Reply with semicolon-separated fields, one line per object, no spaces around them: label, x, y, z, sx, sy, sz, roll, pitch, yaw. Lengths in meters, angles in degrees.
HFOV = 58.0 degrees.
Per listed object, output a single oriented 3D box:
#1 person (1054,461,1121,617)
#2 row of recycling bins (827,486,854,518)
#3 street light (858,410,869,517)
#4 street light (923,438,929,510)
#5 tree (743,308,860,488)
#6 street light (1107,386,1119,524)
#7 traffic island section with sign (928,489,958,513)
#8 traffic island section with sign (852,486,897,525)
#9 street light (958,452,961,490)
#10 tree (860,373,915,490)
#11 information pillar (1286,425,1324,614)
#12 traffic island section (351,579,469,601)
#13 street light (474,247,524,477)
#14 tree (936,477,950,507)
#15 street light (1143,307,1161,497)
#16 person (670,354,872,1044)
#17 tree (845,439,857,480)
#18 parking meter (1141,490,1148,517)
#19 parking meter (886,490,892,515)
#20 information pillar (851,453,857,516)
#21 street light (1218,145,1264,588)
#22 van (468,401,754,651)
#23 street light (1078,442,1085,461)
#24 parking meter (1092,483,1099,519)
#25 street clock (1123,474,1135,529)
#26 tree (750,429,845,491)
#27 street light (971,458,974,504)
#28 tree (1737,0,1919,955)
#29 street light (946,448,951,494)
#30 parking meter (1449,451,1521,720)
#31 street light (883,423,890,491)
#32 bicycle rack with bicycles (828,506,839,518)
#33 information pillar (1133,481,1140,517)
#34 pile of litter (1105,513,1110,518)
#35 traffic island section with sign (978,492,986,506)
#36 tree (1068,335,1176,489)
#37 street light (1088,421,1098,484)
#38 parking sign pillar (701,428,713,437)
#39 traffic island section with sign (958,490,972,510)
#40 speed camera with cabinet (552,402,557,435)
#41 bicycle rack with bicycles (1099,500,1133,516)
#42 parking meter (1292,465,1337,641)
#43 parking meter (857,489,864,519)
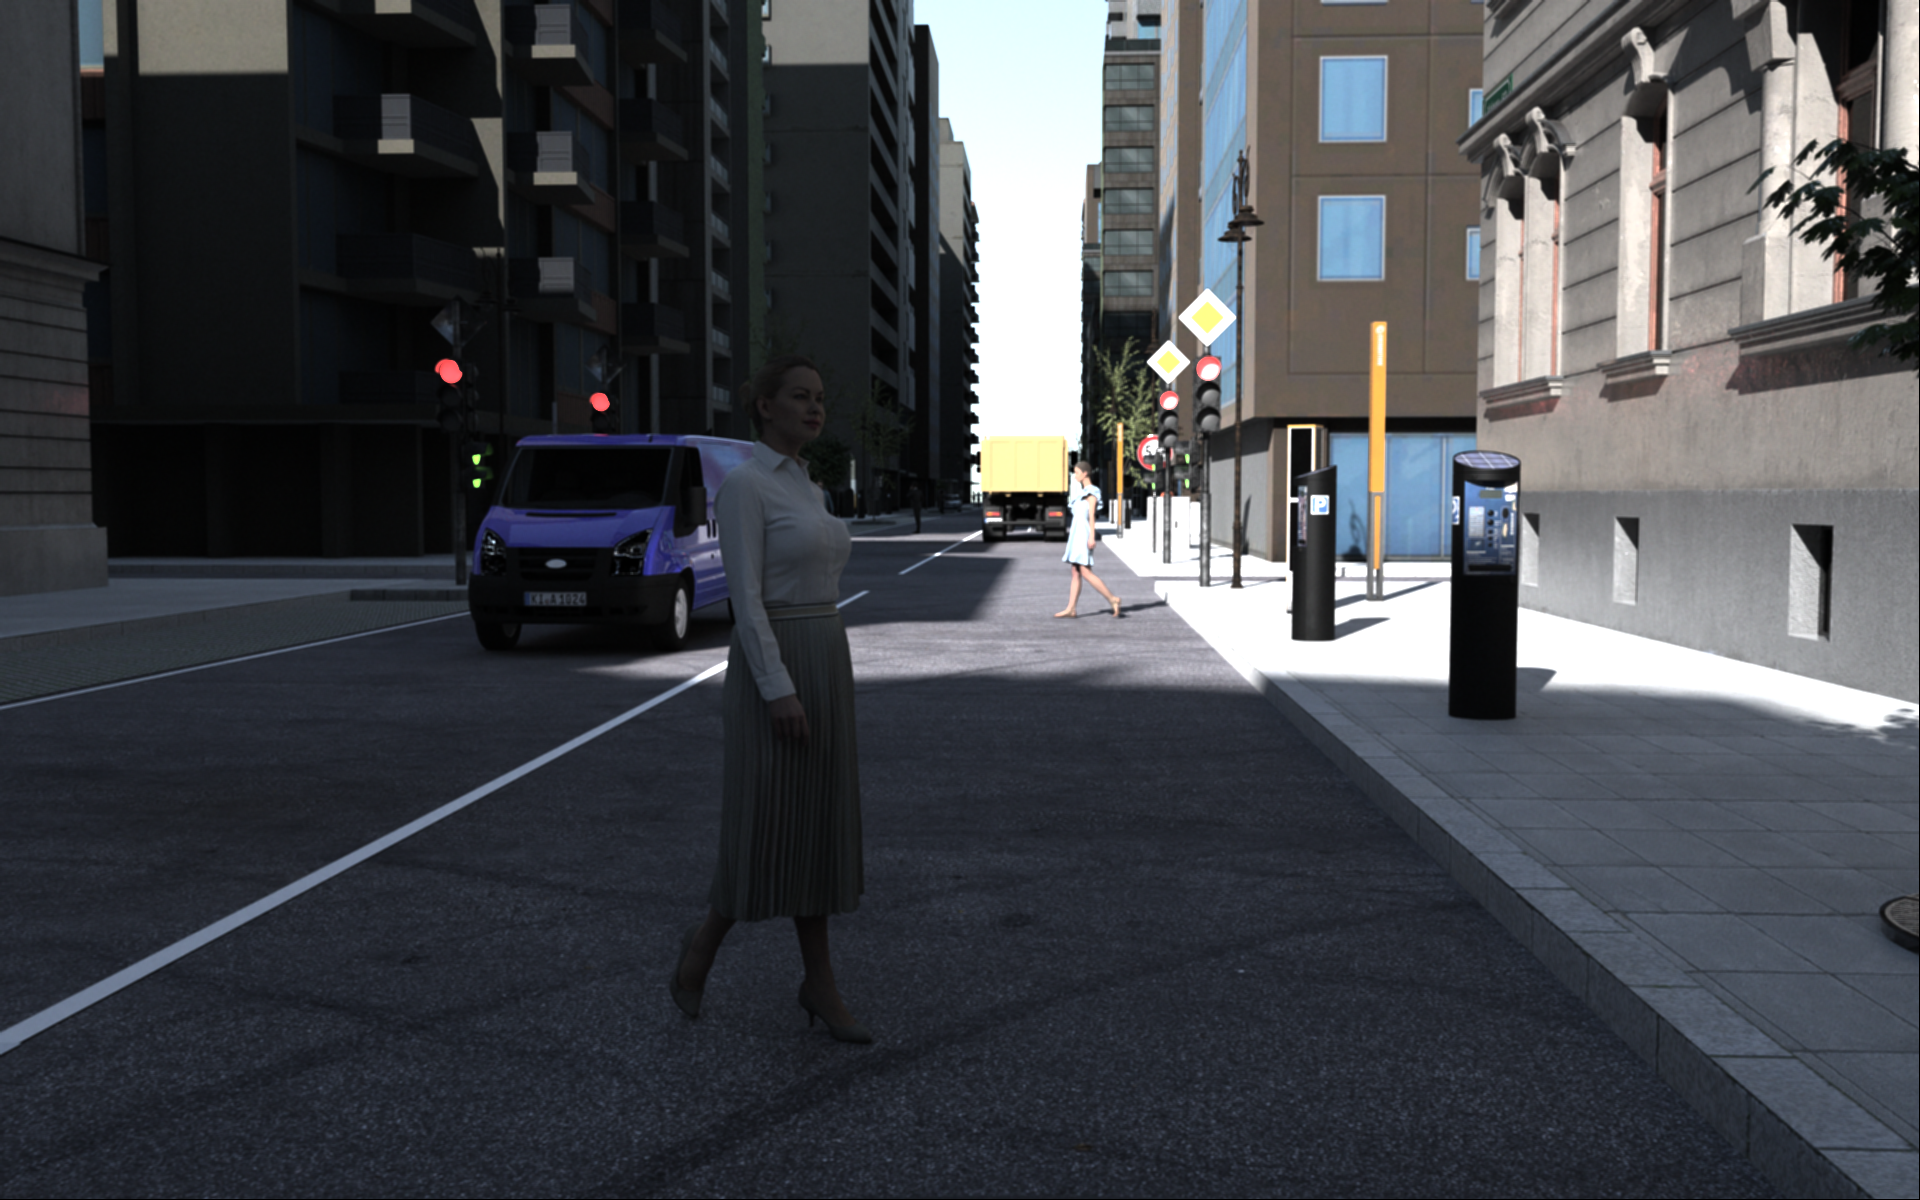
person;1.476;-0.699;20.030;0.778;1.811;0.616;0;4;7
row of recycling bins;-7.499;-5.293;93.660;3.534;1.692;1.069;-1;4;-8
street light;-5.298;-7.503;95.467;0.468;5.910;1.993;0;4;3
street light;-2.772;-10.264;140.596;0.468;5.910;1.993;0;4;3
tree;-6.619;-7.191;67.941;4.737;8.622;4.395;0;3;0
street light;6.564;-6.211;74.339;0.468;5.910;1.993;0;4;3
traffic island section with sign;-1.382;-7.441;130.295;1.989;1.847;2.006;0;4;3
traffic island section with sign;-4.019;-4.455;81.473;1.989;1.847;2.006;0;4;3
street light;-0.066;-13.441;192.547;0.468;5.910;1.993;0;4;3
tree;-5.056;-9.461;105.045;4.737;8.622;4.395;0;3;0
information pillar;3.689;-0.860;18.545;0.304;2.012;0.304;2;4;28
traffic island section;-7.073;-0.135;24.496;2.009;0.180;2.903;0;4;3
street light;-8.661;-3.664;32.687;0.468;5.910;1.993;0;4;3
tree;-2.093;-11.072;175.632;1.663;3.219;1.824;0;3;0
street light;4.785;-4.289;42.910;0.468;5.910;1.993;0;4;3
person;-0.518;0.252;4.604;0.641;1.798;0.478;3;4;37
tree;-6.748;-6.235;85.649;4.285;4.588;4.351;0;3;0
parking meter;10.271;-5.371;96.232;0.372;1.533;0.369;0;3;0
parking meter;-4.440;-6.088;107.942;0.372;1.533;0.369;0;3;0
information pillar;-6.109;-6.607;99.376;0.183;3.616;0.504;-2;4;-35
street light;3.773;-3.097;23.431;0.468;5.910;1.993;0;4;3
van;-3.324;-0.810;17.625;2.240;2.365;5.245;0;4;4
street light;10.764;-10.931;151.508;0.468;5.910;1.993;0;4;3
parking meter;7.009;-5.120;89.421;0.399;1.863;0.255;0;4;-4
street clock;6.155;-3.605;63.519;0.471;2.002;0.358;2;4;25
tree;-7.526;-5.483;73.366;4.285;4.588;4.351;0;3;0
street light;1.623;-15.367;224.033;0.468;5.910;1.993;0;4;3
tree;3.273;-0.617;4.688;1.663;3.219;1.824;0;3;0
street light;-1.168;-12.184;171.990;0.468;5.910;1.993;0;4;3
parking meter;3.018;-0.095;9.965;0.372;1.533;0.369;0;3;0
street light;-4.534;-8.339;109.133;0.468;5.910;1.993;0;4;3
bicycle rack with bicycles;-8.364;-5.365;101.097;2.852;0.926;2.925;-3;5;-41
information pillar;9.901;-5.669;97.180;0.304;2.012;0.304;3;4;38
pile of litter;8.350;-4.885;93.836;1.176;0.858;1.719;2;4;30
traffic island section with sign;3.140;-12.601;214.647;1.989;1.847;2.006;0;4;3
tree;7.541;-7.915;79.772;4.737;8.622;4.395;0;3;0
street light;8.278;-8.163;106.261;0.468;5.910;1.993;0;4;3
parking sign pillar;-10.696;-5.031;70.729;1.447;3.967;1.447;0;4;8
traffic island section with sign;0.086;-9.124;157.798;1.989;1.847;2.006;0;4;3
speed camera with cabinet;-8.488;-2.589;36.661;0.660;3.252;2.038;0;4;-4
bicycle rack with bicycles;9.344;-5.507;103.422;2.925;0.926;2.852;-1;4;-8
parking meter;3.109;-0.416;15.207;0.372;1.533;0.369;0;3;0
parking meter;-5.188;-5.021;90.509;0.372;1.533;0.369;0;3;0
